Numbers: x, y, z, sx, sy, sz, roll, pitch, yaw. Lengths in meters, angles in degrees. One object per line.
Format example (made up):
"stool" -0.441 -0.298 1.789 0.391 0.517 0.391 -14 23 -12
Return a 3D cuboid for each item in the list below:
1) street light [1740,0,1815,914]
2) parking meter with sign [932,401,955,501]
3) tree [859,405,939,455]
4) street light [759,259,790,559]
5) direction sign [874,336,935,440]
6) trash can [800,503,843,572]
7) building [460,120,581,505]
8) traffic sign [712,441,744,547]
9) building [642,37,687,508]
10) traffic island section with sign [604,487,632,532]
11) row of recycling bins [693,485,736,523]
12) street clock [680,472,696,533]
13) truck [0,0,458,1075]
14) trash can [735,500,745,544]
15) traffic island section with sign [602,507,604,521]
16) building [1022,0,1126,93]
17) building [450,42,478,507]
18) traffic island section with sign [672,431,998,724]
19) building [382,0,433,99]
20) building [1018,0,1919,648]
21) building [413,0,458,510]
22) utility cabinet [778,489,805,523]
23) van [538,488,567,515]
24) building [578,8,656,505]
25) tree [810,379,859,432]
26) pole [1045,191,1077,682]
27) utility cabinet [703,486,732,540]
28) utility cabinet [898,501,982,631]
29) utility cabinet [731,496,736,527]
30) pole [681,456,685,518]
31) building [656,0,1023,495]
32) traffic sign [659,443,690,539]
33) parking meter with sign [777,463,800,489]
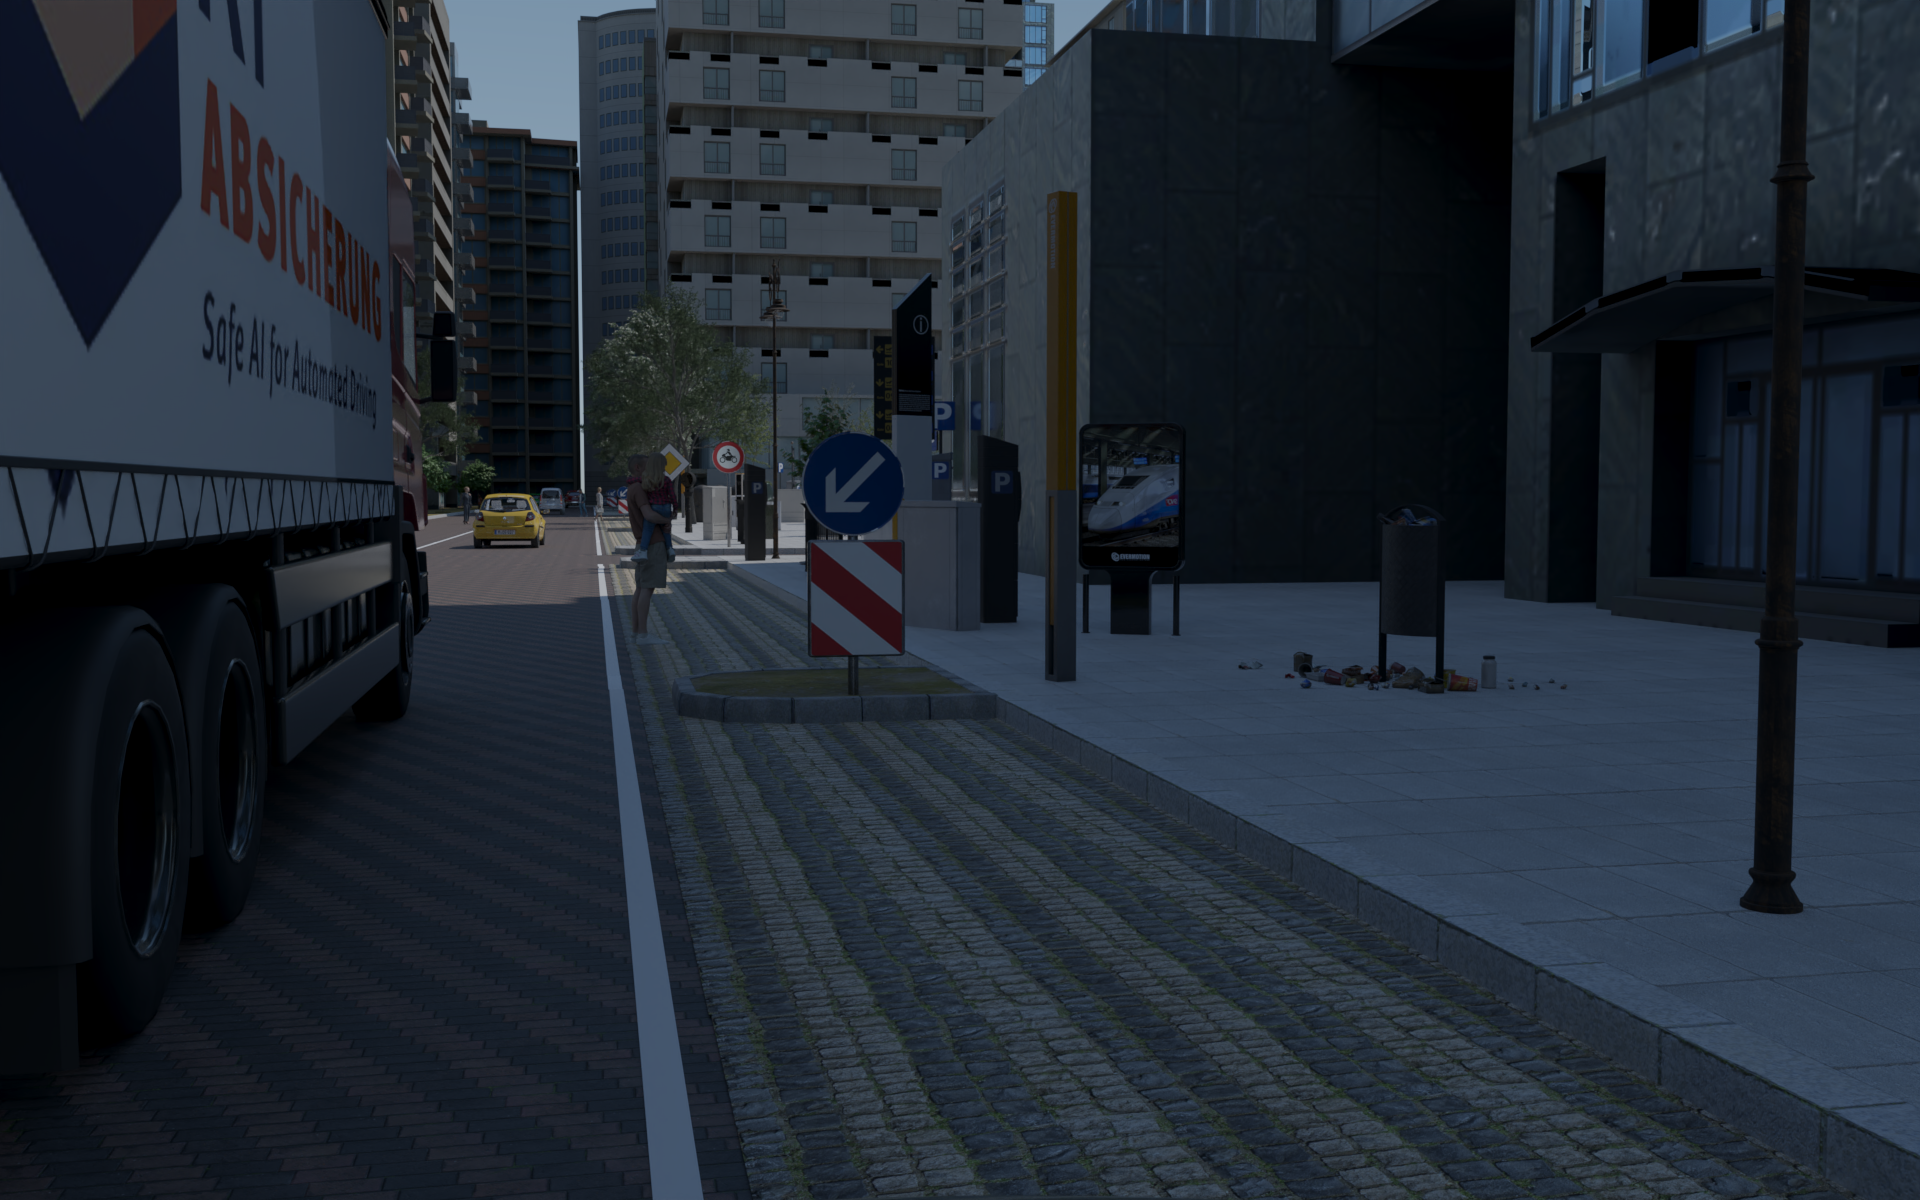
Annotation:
"street light" 2.517 -1.982 5.194 0.468 5.910 1.993 -1 4 -12
"parking meter with sign" -0.379 -2.172 31.774 0.543 3.016 1.738 0 4 1
"tree" -3.007 -9.268 101.889 4.360 8.622 3.978 0 3 0
"street light" -3.653 -3.755 34.175 0.468 5.910 1.993 -1 4 -12
"direction sign" -0.799 -2.014 24.921 0.876 3.537 0.379 0 4 -5
"trash can" -2.142 -0.957 27.306 0.748 1.137 0.748 0 3 0
"building" -59.550 -33.662 204.993 28.867 44.769 22.147 -1 4 -12
"traffic sign" -5.571 -2.544 41.706 0.768 2.556 0.104 -1 4 -9
"building" -22.137 -29.160 160.357 14.154 41.232 14.086 -1 4 -12
"traffic island section with sign" -12.453 -3.516 66.107 1.989 1.847 2.006 -1 4 -12
"row of recycling bins" -10.559 -4.389 78.871 3.534 1.692 1.069 -2 4 -35
"street clock" -8.987 -3.227 57.327 0.471 2.002 0.358 1 4 19
"truck" -3.990 -1.139 7.535 2.839 4.237 11.283 -1 4 -12
"trash can" -5.403 -2.002 44.386 0.748 1.137 0.748 0 3 0
"traffic island section with sign" -18.061 -5.128 92.475 1.989 1.847 2.006 -1 4 -12
"building" 23.743 -36.528 186.476 27.495 52.752 28.713 -1 4 -12
"building" -64.252 -33.780 171.918 30.456 49.044 23.786 -1 4 -12
"traffic island section with sign" -0.931 -0.189 11.719 1.989 1.847 2.006 -1 4 -12
"building" -49.722 -28.712 124.070 22.147 44.769 28.867 -1 4 -12
"building" 13.768 -43.211 19.171 22.319 86.520 31.000 -1 4 -12
"building" -55.403 -32.112 148.738 21.300 48.544 21.600 -1 4 -12
"utility cabinet" -7.489 -4.176 76.951 1.173 1.500 0.318 0 4 3
"van" -28.535 -6.982 121.161 2.013 2.044 4.112 -1 4 -11
"building" -31.470 -40.839 209.723 28.212 58.520 21.231 -1 4 -12
"tree" -7.796 -9.875 111.823 4.360 8.622 3.978 0 3 0
"pole" 0.691 -1.099 11.813 0.158 3.312 0.155 0 3 0
"utility cabinet" -6.745 -2.419 48.227 0.318 1.500 1.173 1 4 19
"utility cabinet" -0.204 -0.334 16.630 0.306 1.237 1.020 -3 4 -36
"utility cabinet" -9.004 -3.405 66.836 1.020 1.237 0.306 -3 4 -36
"pole" -14.794 -6.033 92.481 0.158 3.312 0.155 0 3 0
"building" -10.501 -33.737 140.844 28.713 52.752 27.495 -1 4 -12
"traffic sign" -5.718 -1.866 34.146 0.795 2.450 0.064 -1 4 -12
"parking meter with sign" -9.245 -6.098 95.970 1.738 3.016 0.543 2 4 25
